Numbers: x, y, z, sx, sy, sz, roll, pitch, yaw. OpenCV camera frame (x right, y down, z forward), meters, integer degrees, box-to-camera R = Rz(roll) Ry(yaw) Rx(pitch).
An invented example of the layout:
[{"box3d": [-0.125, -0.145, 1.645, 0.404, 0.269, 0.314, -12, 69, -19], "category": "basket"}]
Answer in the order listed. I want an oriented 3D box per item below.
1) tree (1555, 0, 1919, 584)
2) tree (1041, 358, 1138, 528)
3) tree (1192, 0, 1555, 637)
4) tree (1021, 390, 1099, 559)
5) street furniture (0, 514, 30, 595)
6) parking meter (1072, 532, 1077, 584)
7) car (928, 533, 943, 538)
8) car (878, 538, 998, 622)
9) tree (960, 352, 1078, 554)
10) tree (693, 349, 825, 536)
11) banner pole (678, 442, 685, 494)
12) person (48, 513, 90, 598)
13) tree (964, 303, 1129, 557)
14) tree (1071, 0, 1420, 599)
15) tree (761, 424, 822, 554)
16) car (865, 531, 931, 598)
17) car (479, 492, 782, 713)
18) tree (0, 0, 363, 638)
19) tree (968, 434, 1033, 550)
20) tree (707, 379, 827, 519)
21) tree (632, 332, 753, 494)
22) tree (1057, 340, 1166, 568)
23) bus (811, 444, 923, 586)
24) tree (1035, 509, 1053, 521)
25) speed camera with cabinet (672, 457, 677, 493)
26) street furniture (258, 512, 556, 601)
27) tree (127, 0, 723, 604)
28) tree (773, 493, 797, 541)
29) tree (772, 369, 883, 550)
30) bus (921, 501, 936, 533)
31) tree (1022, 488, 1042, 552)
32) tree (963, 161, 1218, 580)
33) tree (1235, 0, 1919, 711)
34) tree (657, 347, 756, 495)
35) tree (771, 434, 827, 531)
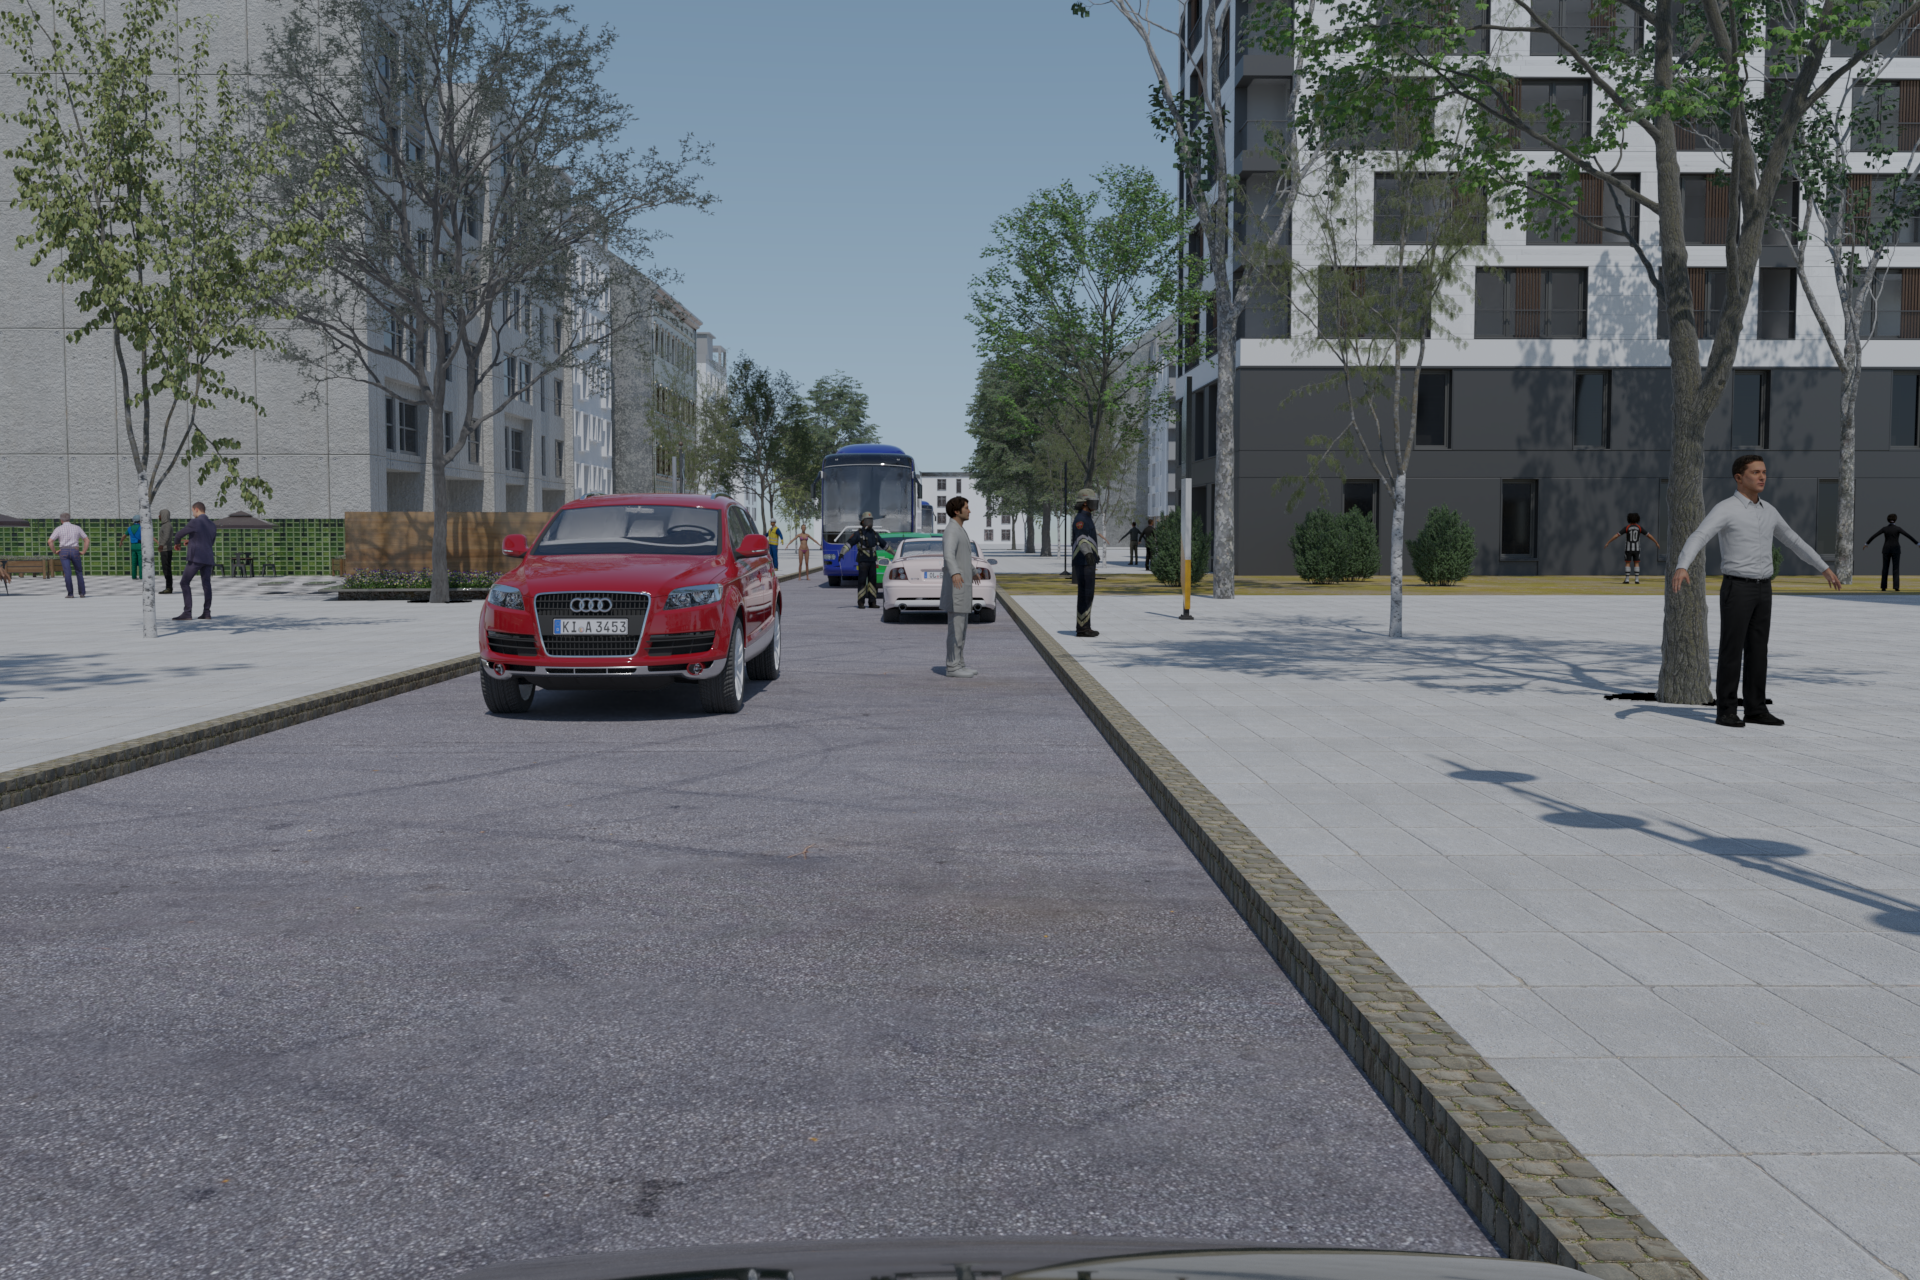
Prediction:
[{"box3d": [21.257, -11.526, 44.345, 12.611, 20.169, 13.585, 0, 3, 0], "category": "tree"}, {"box3d": [5.449, -7.333, 70.256, 4.360, 8.622, 3.978, 0, 3, 0], "category": "tree"}, {"box3d": [5.514, -4.327, 21.111, 4.360, 8.622, 3.978, 0, 3, 0], "category": "tree"}, {"box3d": [5.008, -8.386, 87.468, 4.360, 8.622, 3.978, 0, 3, 0], "category": "tree"}, {"box3d": [-33.581, -1.906, 36.199, 27.439, 1.986, 14.083, 2, 4, 26], "category": "street furniture"}, {"box3d": [3.056, -2.205, 44.464, 0.372, 1.533, 0.369, 0, 3, 0], "category": "parking meter"}, {"box3d": [-1.347, -4.290, 78.943, 1.959, 1.807, 4.718, 0, 4, -1], "category": "car"}, {"box3d": [-0.368, -1.049, 29.515, 2.083, 1.381, 4.827, 0, 4, -1], "category": "car"}, {"box3d": [4.608, -12.687, 114.092, 9.857, 13.997, 8.962, 0, 3, 0], "category": "tree"}, {"box3d": [-10.175, -9.378, 87.738, 7.601, 10.594, 8.767, 0, 4, -1], "category": "tree"}, {"box3d": [-7.560, -3.500, 47.243, 0.401, 3.779, 0.863, 0, 4, 1], "category": "banner pole"}, {"box3d": [-17.835, -1.693, 34.659, 0.756, 1.711, 0.436, -2, 4, -33], "category": "person"}, {"box3d": [4.899, -11.668, 97.435, 9.857, 13.997, 8.962, 0, 3, 0], "category": "tree"}, {"box3d": [6.368, -10.820, 32.794, 12.611, 20.169, 13.585, 0, 3, 0], "category": "tree"}, {"box3d": [-10.708, -9.807, 110.704, 4.737, 8.622, 4.395, 0, 3, 0], "category": "tree"}, {"box3d": [-1.305, -1.921, 40.207, 1.959, 1.807, 4.718, 0, 4, -2], "category": "car"}, {"box3d": [-2.783, -0.420, 15.535, 2.281, 1.827, 5.304, 0, 4, 0], "category": "car"}, {"box3d": [-9.789, -4.324, 21.055, 4.737, 8.622, 4.395, 0, 3, 0], "category": "tree"}, {"box3d": [4.376, -12.988, 138.103, 9.928, 11.665, 9.643, 0, 3, 0], "category": "tree"}, {"box3d": [-11.016, -10.124, 99.938, 7.601, 10.594, 8.767, 1, 4, 10], "category": "tree"}, {"box3d": [-10.293, -6.897, 63.131, 4.360, 8.622, 3.978, 0, 3, 0], "category": "tree"}, {"box3d": [5.416, -7.017, 65.097, 4.360, 8.622, 3.978, 0, 3, 0], "category": "tree"}, {"box3d": [-2.474, -3.629, 50.876, 2.896, 3.916, 12.251, 0, 4, -1], "category": "bus"}, {"box3d": [11.762, -17.377, 234.470, 4.737, 8.622, 4.395, 0, 3, 0], "category": "tree"}, {"box3d": [-7.472, -3.099, 45.008, 0.660, 3.252, 2.038, 0, 4, 1], "category": "speed camera with cabinet"}, {"box3d": [-9.066, -1.782, 35.988, 11.010, 1.723, 9.812, -1, 4, -13], "category": "street furniture"}, {"box3d": [-9.596, -7.440, 32.012, 12.009, 13.543, 11.850, 0, 3, 0], "category": "tree"}, {"box3d": [-22.797, -17.099, 229.923, 4.737, 8.622, 4.395, 0, 3, 0], "category": "tree"}, {"box3d": [-10.674, -13.983, 135.271, 9.857, 13.997, 8.962, 0, 3, 0], "category": "tree"}, {"box3d": [-3.220, -8.492, 130.389, 2.896, 3.916, 12.251, 0, 4, -1], "category": "bus"}, {"box3d": [4.763, -10.641, 124.341, 4.737, 8.622, 4.395, 0, 3, 0], "category": "tree"}, {"box3d": [3.693, -7.513, 48.599, 9.928, 11.665, 9.643, 0, 3, 0], "category": "tree"}, {"box3d": [5.686, -5.332, 12.931, 9.928, 11.665, 9.643, 0, 3, 0], "category": "tree"}, {"box3d": [-9.853, -7.211, 68.266, 4.360, 8.622, 3.978, 0, 3, 0], "category": "tree"}, {"box3d": [-10.621, -10.400, 120.398, 4.360, 8.622, 3.978, 0, 3, 0], "category": "tree"}]
